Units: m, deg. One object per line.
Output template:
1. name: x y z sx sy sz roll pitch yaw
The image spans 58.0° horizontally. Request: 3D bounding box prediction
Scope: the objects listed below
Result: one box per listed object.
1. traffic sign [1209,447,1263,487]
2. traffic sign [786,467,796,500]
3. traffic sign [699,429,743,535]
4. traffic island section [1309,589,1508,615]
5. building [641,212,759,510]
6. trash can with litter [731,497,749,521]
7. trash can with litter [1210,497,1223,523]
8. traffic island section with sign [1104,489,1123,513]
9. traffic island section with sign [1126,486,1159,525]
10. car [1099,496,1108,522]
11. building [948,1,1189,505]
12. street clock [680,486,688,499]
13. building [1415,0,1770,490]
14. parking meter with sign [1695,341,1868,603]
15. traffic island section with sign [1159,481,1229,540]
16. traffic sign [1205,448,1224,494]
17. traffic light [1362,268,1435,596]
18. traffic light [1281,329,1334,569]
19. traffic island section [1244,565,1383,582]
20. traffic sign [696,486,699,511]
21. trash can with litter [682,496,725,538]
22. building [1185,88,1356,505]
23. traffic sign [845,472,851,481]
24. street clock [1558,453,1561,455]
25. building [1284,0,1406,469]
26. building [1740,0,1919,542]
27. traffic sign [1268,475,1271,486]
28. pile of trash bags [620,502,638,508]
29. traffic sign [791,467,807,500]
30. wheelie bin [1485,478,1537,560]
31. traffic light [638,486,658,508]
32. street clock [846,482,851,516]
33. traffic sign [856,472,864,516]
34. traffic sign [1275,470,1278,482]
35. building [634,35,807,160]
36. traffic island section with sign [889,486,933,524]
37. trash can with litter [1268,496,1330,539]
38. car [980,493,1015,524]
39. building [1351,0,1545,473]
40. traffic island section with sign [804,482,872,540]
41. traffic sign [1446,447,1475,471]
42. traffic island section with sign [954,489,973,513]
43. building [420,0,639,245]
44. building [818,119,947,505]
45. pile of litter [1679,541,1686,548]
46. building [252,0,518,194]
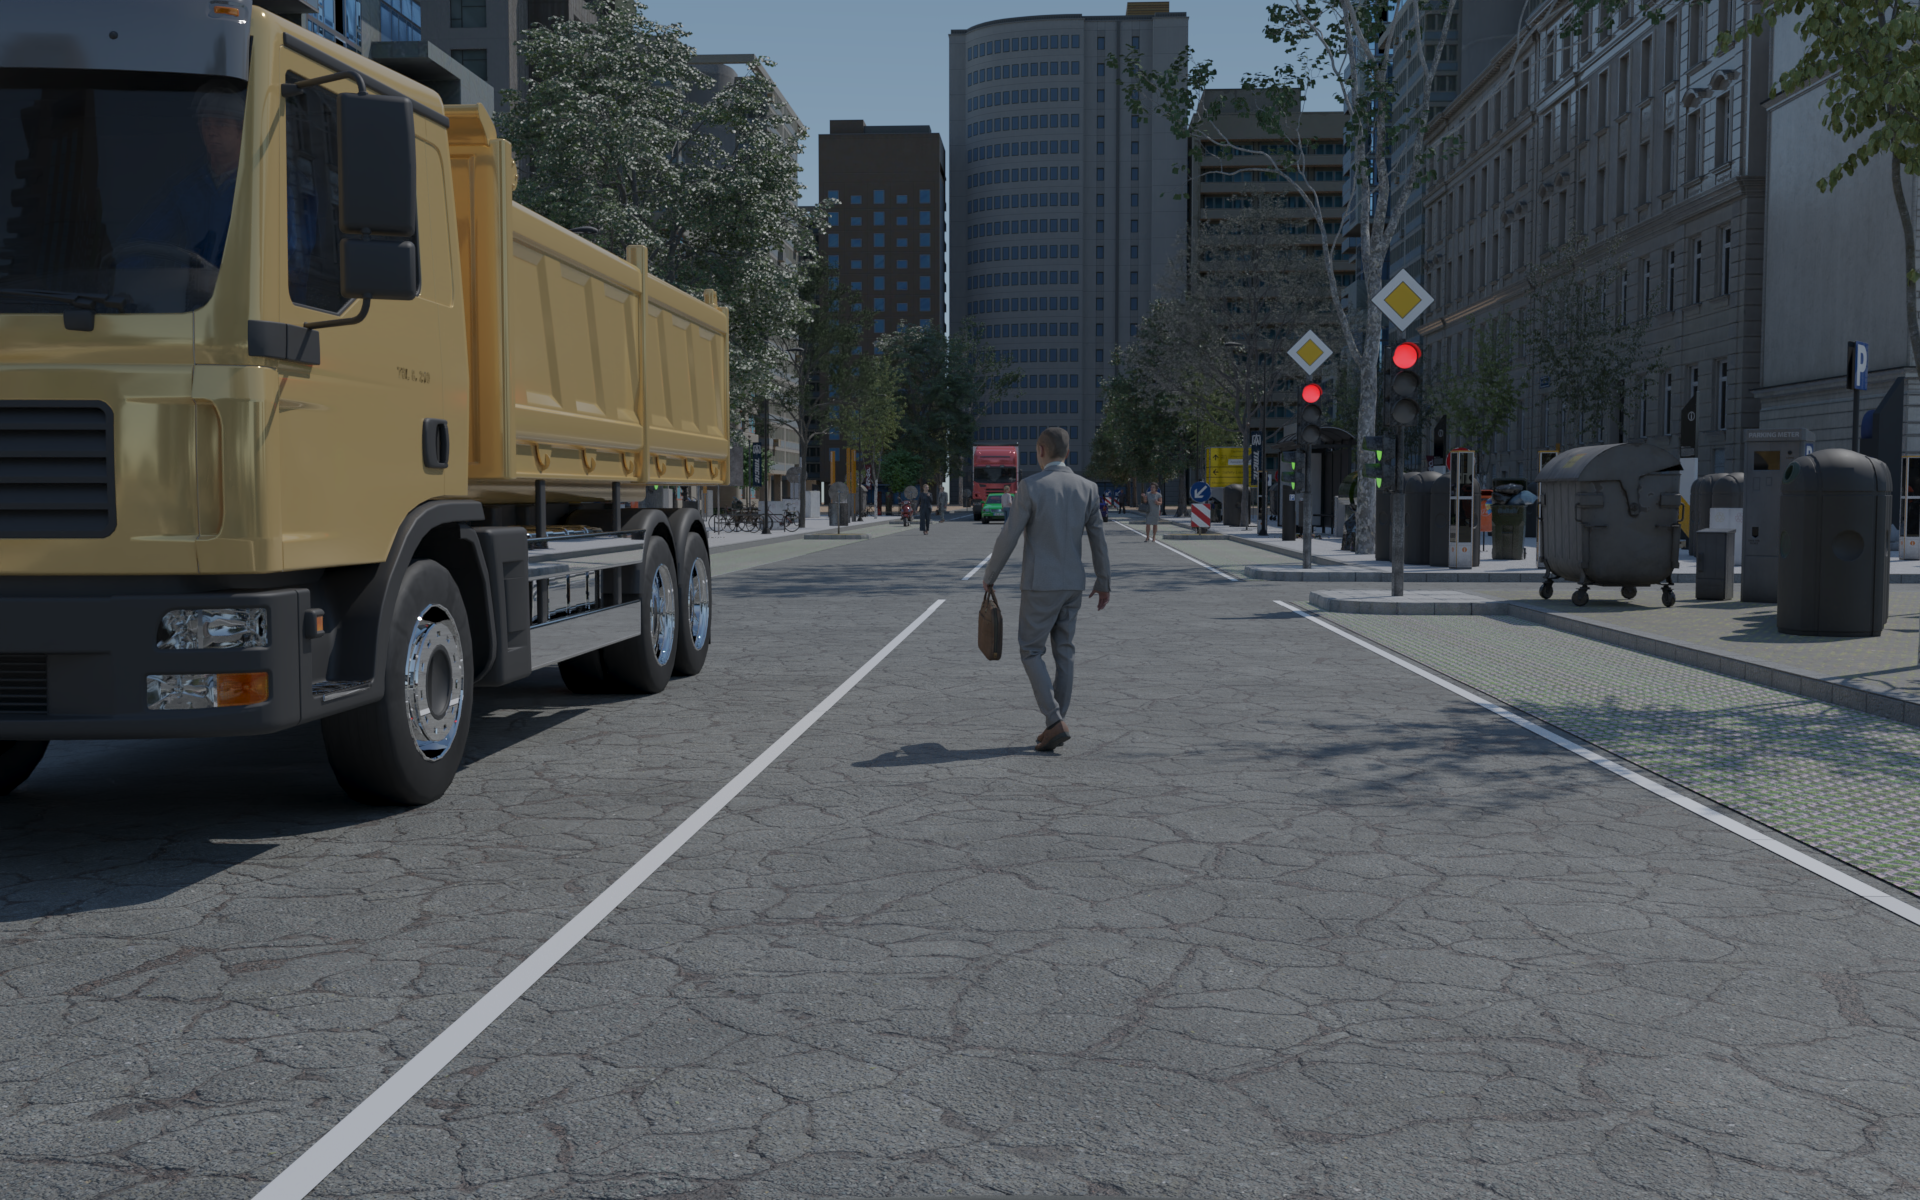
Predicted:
1. traffic sign: 11.838 -4.924 74.375 2.265 3.308 0.079 0 4 4
2. traffic sign: -7.800 -4.965 81.283 0.768 2.556 0.104 1 4 9
3. traffic sign: -7.926 -3.716 54.628 2.265 3.308 0.079 1 4 12
4. traffic island section: 5.525 0.030 21.793 2.009 0.180 2.903 0 4 3
5. building: -30.422 -16.917 121.626 27.650 21.520 28.899 0 4 3
6. trash can with litter: -9.927 -4.144 79.139 1.055 1.170 0.624 0 4 -5
7. trash can with litter: 11.665 -4.038 77.413 1.055 1.170 0.624 2 4 23
8. traffic island section with sign: 11.852 -7.514 131.483 1.989 1.847 2.006 0 4 3
9. traffic island section with sign: 8.985 -4.468 81.678 1.989 1.847 2.006 0 4 3
10. car: 6.691 -4.687 89.220 1.945 1.354 3.894 0 4 1
11. building: 12.911 -40.986 212.126 28.212 58.520 21.231 0 4 3
12. street clock: -11.957 -4.312 75.064 0.471 2.002 0.358 -1 4 -15
13. building: 32.464 -17.938 90.557 12.463 27.353 25.104 0 4 3
14. parking meter with sign: 9.662 -1.480 20.465 1.738 3.016 0.543 3 5 41
15. traffic island section with sign: 7.415 -2.813 54.612 1.989 1.847 2.006 0 4 3
16. traffic sign: 11.855 -5.004 75.686 2.265 3.308 0.079 0 4 6
17. traffic light: 5.486 -2.004 21.681 0.839 4.253 0.868 0 4 3
18. traffic light: 5.945 -2.491 29.653 0.839 4.253 0.868 0 4 3
19. traffic island section: 5.984 -0.458 29.765 2.009 0.180 2.903 0 4 3
20. traffic sign: -7.902 -3.185 52.174 0.768 2.556 0.104 1 4 11
21. trash can with litter: -8.123 -2.414 50.529 2.233 1.210 1.678 2 4 28
22. building: 37.927 -35.882 210.373 21.600 48.544 21.300 0 4 3
23. traffic sign: -6.381 -6.189 101.301 0.768 2.556 0.104 1 4 11
24. street clock: 10.562 -1.577 30.352 0.358 2.002 0.471 1 4 18
25. building: 41.093 -51.011 146.701 22.319 86.520 31.000 0 4 3
26. building: 32.875 -11.154 46.995 19.286 19.102 10.561 0 4 3
27. traffic sign: 15.800 -5.351 89.615 0.606 2.300 0.079 0 4 6
28. pile of trash bags: -15.632 -4.197 78.377 3.447 1.369 1.912 2 4 35
29. traffic sign: -7.525 -4.953 81.083 0.768 2.556 0.104 0 4 5
30. wheelie bin: 10.754 -1.586 33.841 0.980 1.594 0.693 1 4 22
31. traffic light: -5.548 -2.531 30.297 0.839 4.253 0.868 0 4 3
32. street clock: -6.412 -5.840 100.048 0.358 2.002 0.471 -2 4 -30
33. traffic sign: -5.888 -6.052 99.061 0.768 2.556 0.104 1 4 12
34. traffic sign: 16.072 -5.277 86.392 0.768 2.556 0.104 0 4 4
35. building: -26.694 -28.187 152.737 23.993 40.220 32.217 0 4 3
36. traffic island section with sign: -2.284 -4.494 82.104 1.989 1.847 2.006 0 4 3
37. trash can with litter: 9.857 -2.373 49.859 1.678 1.210 2.233 0 4 -1
38. car: 2.002 -4.592 83.869 1.959 1.807 4.718 0 4 4
39. building: 43.393 -26.197 120.204 32.217 40.220 23.993 0 4 3
40. traffic island section with sign: -3.844 -2.838 55.034 1.989 1.847 2.006 0 4 3
41. traffic sign: 13.643 -2.885 47.275 0.768 2.556 0.104 1 4 11
42. traffic island section with sign: 0.605 -7.552 132.101 1.989 1.847 2.006 0 4 3
43. building: -25.333 -19.493 90.413 14.160 30.474 14.107 0 4 3
44. building: -9.088 -34.257 210.217 14.200 45.320 14.600 0 4 3
45. pile of litter: 17.048 -1.702 41.801 1.176 0.858 1.719 3 4 37
46. building: -29.206 -45.609 58.378 22.319 86.520 31.000 0 4 3
